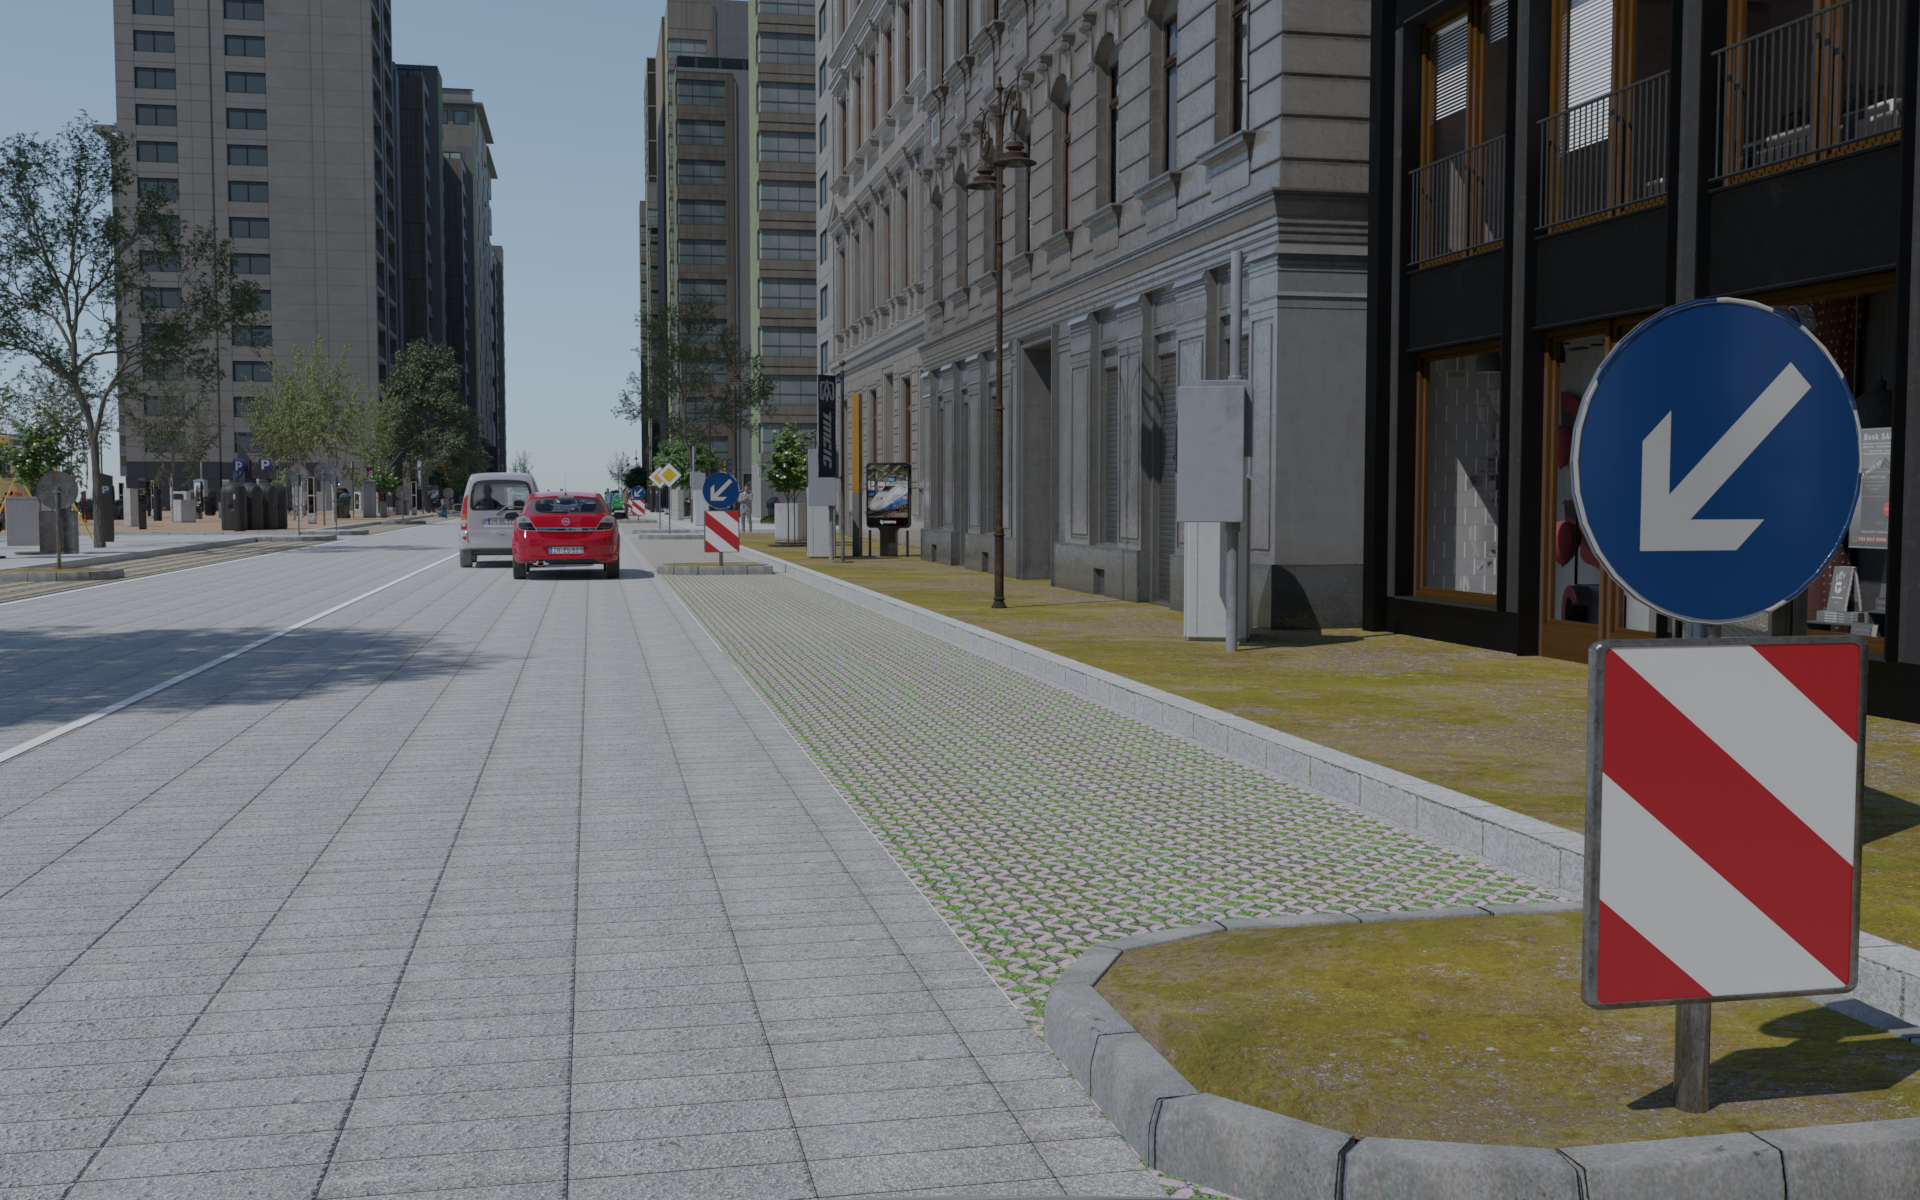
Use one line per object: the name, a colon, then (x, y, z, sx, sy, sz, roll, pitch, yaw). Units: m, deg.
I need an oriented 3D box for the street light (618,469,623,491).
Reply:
street light: (-50.345, -17.452, 258.120, 0.468, 5.910, 1.993, -1, 4, -12)

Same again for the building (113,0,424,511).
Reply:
building: (-54.893, -42.952, 140.518, 20.563, 71.187, 20.611, -1, 4, -12)

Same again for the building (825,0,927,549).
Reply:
building: (3.078, -12.773, 44.993, 11.583, 22.565, 21.152, -1, 4, -12)

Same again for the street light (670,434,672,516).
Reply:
street light: (-16.833, -7.849, 101.121, 0.468, 5.910, 1.993, -1, 4, -12)

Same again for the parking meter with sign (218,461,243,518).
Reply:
parking meter with sign: (-38.533, -5.818, 91.387, 1.738, 3.016, 0.543, 2, 4, 35)

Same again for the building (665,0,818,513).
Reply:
building: (-17.984, -28.403, 147.984, 14.154, 41.232, 14.086, -1, 4, -12)

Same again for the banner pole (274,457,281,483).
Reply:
banner pole: (-41.936, -7.130, 106.585, 0.401, 3.779, 0.863, 1, 4, 9)

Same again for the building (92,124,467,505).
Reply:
building: (-67.490, -29.641, 176.509, 32.217, 40.220, 23.993, -1, 4, -12)

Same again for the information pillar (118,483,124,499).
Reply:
information pillar: (-53.824, -6.526, 111.193, 0.304, 2.012, 0.304, -1, 4, -18)

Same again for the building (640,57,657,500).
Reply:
building: (-43.167, -51.770, 284.694, 20.563, 71.187, 20.611, -1, 4, -12)

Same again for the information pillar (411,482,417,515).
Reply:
information pillar: (-32.829, -6.095, 104.149, 0.304, 2.012, 0.304, -1, 4, -14)

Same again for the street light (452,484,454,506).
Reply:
street light: (-40.238, -10.065, 137.348, 0.468, 5.910, 1.993, -1, 4, -12)

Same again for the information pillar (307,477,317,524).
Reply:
information pillar: (-27.850, -4.279, 74.448, 0.304, 2.012, 0.304, 0, 4, -3)

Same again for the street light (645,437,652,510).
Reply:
street light: (-25.539, -10.325, 141.599, 0.468, 5.910, 1.993, -1, 4, -12)

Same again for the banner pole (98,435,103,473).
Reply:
banner pole: (-36.530, -5.108, 73.535, 0.401, 3.779, 0.863, 0, 4, -3)

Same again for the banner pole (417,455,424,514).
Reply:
banner pole: (-34.314, -7.353, 110.232, 0.863, 3.779, 0.401, 3, 5, 42)

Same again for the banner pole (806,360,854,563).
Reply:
banner pole: (-2.346, -2.577, 32.156, 0.401, 3.779, 0.863, 3, 5, 41)

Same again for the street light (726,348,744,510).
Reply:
street light: (-7.139, -5.028, 54.992, 0.468, 5.910, 1.993, -1, 4, -12)

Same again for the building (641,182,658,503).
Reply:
building: (-34.554, -33.466, 230.756, 14.154, 41.232, 14.086, -1, 4, -12)

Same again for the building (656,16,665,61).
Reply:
building: (-21.010, -31.322, 162.219, 14.600, 45.320, 14.200, -1, 4, -12)

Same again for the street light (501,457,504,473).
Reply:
street light: (-57.435, -14.972, 217.575, 0.468, 5.910, 1.993, -1, 4, -12)

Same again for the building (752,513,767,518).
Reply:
building: (-5.025, -25.344, 97.963, 14.154, 41.232, 14.086, -1, 4, -12)

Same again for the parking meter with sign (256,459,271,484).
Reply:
parking meter with sign: (-35.060, -5.555, 87.081, 0.543, 3.016, 1.738, -2, 4, -31)

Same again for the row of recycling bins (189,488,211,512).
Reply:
row of recycling bins: (-54.991, -7.266, 125.915, 1.069, 1.692, 3.534, 0, 4, -1)

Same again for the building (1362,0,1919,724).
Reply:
building: (11.444, -10.977, 9.151, 12.332, 23.373, 15.834, -1, 4, -12)

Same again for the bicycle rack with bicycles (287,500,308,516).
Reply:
bicycle rack with bicycles: (-39.101, -5.338, 100.662, 2.852, 0.926, 2.925, -2, 4, -32)

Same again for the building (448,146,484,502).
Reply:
building: (-62.501, -31.399, 196.962, 14.154, 41.232, 14.086, -1, 4, -12)

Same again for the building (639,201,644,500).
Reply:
building: (-38.003, -34.300, 244.398, 14.154, 41.232, 14.086, -1, 4, -12)

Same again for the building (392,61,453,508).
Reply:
building: (-55.115, -29.090, 159.223, 14.154, 41.232, 14.086, -1, 4, -12)

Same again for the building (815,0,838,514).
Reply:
building: (4.862, -39.116, 77.801, 20.611, 71.187, 20.563, -1, 4, -12)

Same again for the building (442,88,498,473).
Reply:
building: (-76.190, -39.006, 226.990, 28.713, 52.752, 27.495, -1, 4, -12)

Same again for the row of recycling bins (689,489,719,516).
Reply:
row of recycling bins: (-15.310, -5.961, 104.575, 1.069, 1.692, 3.534, 1, 4, 17)

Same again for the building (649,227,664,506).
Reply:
building: (-26.988, -25.605, 190.337, 14.160, 30.474, 14.107, -1, 4, -12)

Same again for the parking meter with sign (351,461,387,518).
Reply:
parking meter with sign: (-31.550, -5.887, 92.515, 1.738, 3.016, 0.543, -2, 4, -24)

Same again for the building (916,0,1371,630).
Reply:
building: (5.665, -10.780, 25.397, 9.793, 20.994, 18.267, -1, 4, -12)

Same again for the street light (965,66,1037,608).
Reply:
street light: (0.441, -2.846, 19.323, 0.468, 5.910, 1.993, -1, 4, -12)

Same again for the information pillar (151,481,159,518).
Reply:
information pillar: (-43.662, -5.473, 93.973, 0.304, 2.012, 0.304, 3, 5, 40)

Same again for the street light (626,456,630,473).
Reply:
street light: (-42.851, -15.314, 223.164, 0.468, 5.910, 1.993, -1, 4, -12)

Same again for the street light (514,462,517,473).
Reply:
street light: (-64.795, -17.111, 252.559, 0.468, 5.910, 1.993, -1, 4, -12)

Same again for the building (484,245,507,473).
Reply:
building: (-79.969, -36.221, 275.809, 14.154, 41.232, 14.086, -1, 4, -12)

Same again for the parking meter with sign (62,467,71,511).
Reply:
parking meter with sign: (-51.576, -6.327, 99.699, 0.543, 3.016, 1.738, -1, 4, -13)

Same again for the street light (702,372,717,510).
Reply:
street light: (-9.453, -5.666, 65.422, 0.468, 5.910, 1.993, -1, 4, -12)

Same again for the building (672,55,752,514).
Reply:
building: (-12.651, -21.255, 119.223, 14.160, 30.474, 14.107, -1, 4, -12)

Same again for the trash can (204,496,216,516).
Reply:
trash can: (-44.236, -5.536, 102.165, 0.748, 1.137, 0.748, 0, 3, 0)

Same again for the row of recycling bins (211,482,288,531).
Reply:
row of recycling bins: (-25.367, -3.383, 62.431, 1.069, 1.692, 3.534, 1, 4, 8)

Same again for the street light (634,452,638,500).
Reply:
street light: (-32.991, -12.463, 176.564, 0.468, 5.910, 1.993, -1, 4, -12)
